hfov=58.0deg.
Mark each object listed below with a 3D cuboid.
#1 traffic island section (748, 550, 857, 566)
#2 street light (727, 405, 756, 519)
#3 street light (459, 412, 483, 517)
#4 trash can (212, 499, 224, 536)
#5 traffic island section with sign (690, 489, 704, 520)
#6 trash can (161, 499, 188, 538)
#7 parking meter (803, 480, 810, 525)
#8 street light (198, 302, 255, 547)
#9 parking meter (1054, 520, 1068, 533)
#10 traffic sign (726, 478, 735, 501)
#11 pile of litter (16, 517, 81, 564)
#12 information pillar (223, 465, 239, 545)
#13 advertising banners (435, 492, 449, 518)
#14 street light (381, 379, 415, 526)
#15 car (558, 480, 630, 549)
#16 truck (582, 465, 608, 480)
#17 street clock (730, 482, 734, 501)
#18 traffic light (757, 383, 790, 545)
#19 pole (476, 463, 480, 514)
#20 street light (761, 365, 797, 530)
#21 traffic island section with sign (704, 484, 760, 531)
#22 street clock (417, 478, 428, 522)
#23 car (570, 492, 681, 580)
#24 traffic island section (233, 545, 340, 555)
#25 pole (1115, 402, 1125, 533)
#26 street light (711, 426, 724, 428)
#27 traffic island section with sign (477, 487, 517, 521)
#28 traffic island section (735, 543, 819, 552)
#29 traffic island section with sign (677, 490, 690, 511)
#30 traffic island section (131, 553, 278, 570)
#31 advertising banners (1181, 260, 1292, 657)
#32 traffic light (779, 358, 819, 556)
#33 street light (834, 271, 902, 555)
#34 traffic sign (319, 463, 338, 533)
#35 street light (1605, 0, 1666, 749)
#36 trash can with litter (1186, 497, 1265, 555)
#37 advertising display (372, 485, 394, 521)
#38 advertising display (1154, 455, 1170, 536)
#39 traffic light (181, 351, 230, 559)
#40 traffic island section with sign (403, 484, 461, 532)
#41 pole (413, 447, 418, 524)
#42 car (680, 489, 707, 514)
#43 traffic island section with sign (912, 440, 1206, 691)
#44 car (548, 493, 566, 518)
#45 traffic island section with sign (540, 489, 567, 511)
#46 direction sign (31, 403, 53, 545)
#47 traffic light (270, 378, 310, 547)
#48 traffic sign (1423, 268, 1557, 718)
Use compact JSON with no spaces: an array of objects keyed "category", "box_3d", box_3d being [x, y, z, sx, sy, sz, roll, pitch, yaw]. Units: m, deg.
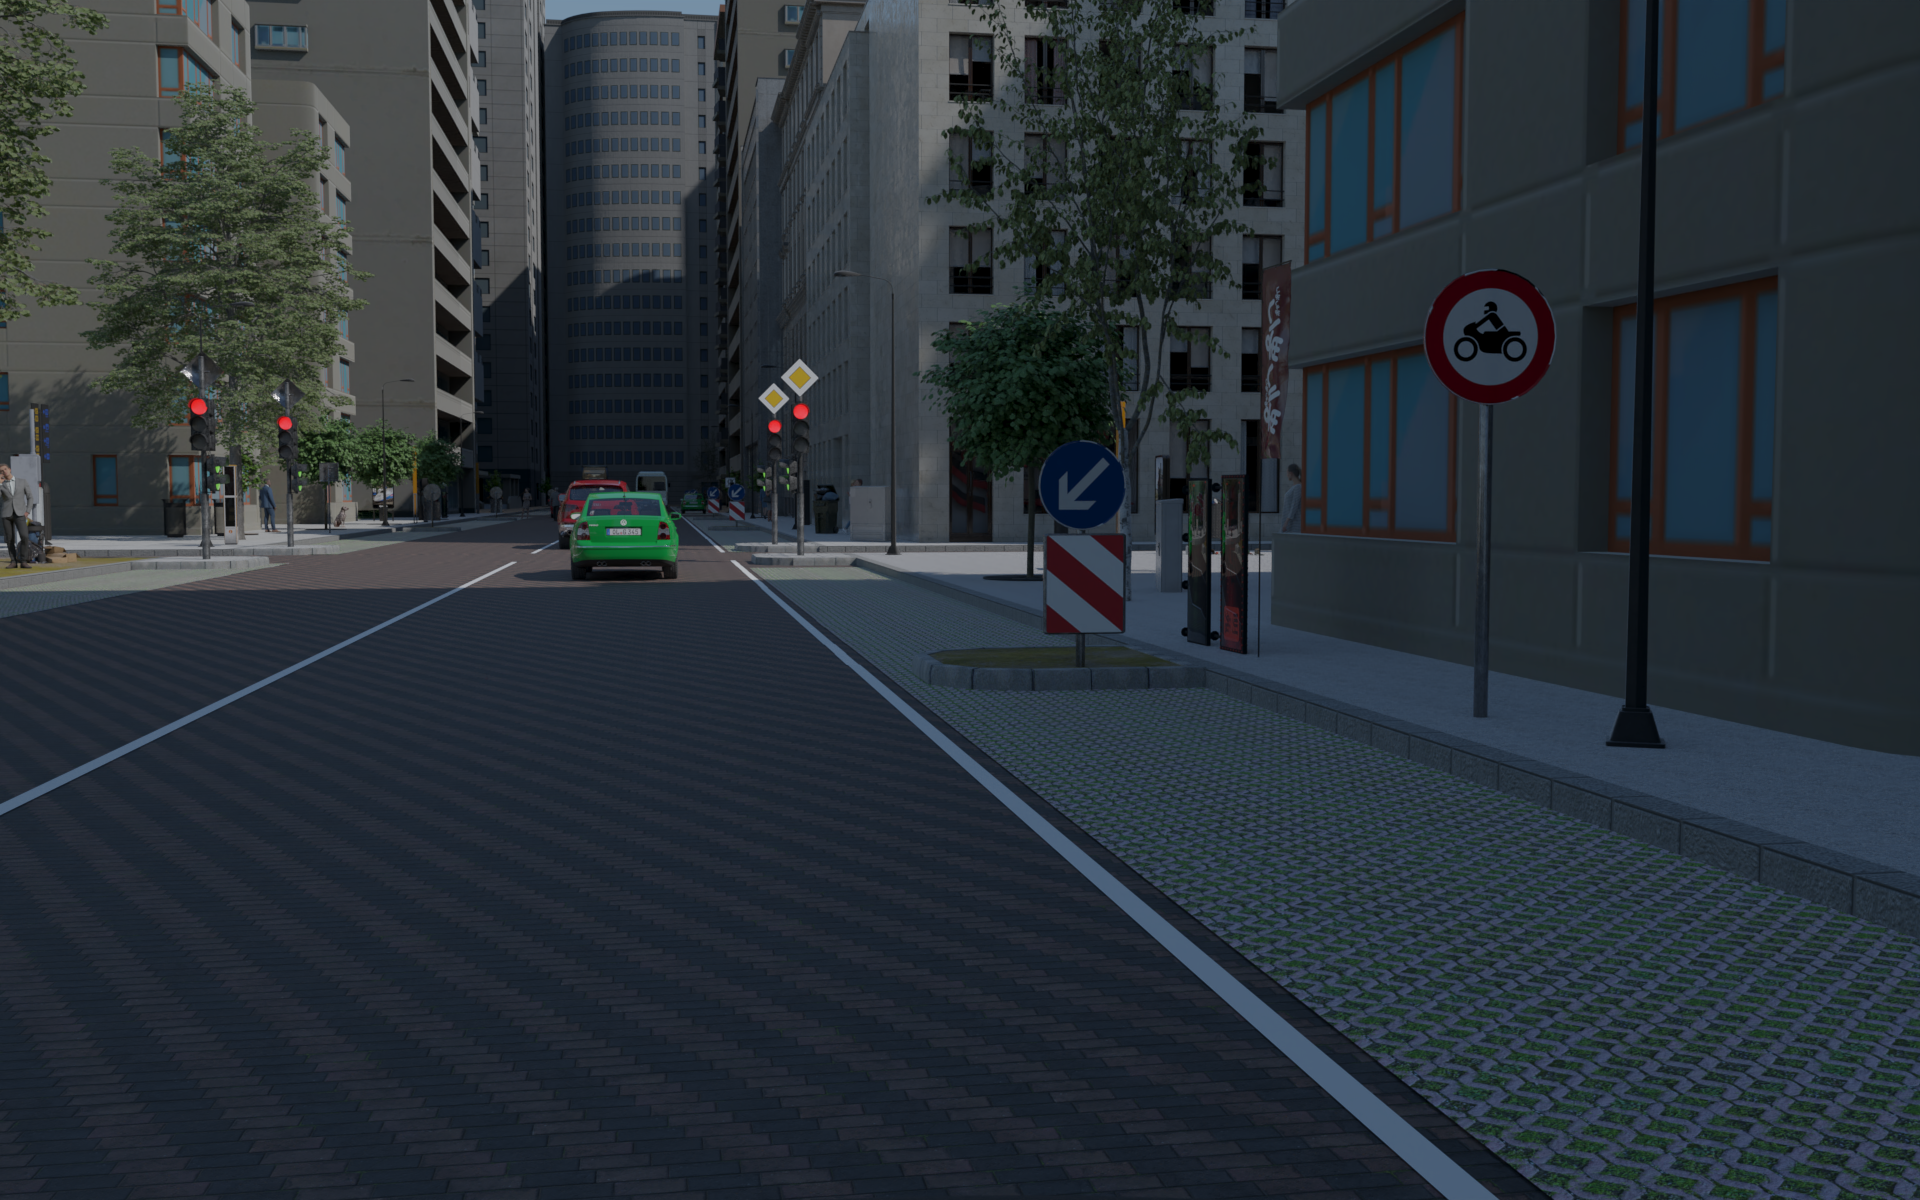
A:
[{"category":"traffic island section","box_3d":[-3.304,-0.849,36.156,2.009,0.180,2.903,-1,4,-10]},{"category":"street light","box_3d":[-11.336,-7.185,90.016,1.470,5.913,1.316,-1,4,-10]},{"category":"street light","box_3d":[-27.480,-7.638,97.427,1.470,5.913,1.316,-1,4,-10]},{"category":"trash can","box_3d":[-22.401,-2.515,52.768,0.748,1.137,0.748,0,3,0]},{"category":"traffic island section with sign","box_3d":[-13.702,-5.302,95.323,1.989,1.847,2.006,-1,4,-10]},{"category":"trash can","box_3d":[-23.182,-2.415,51.139,0.748,1.137,0.748,0,3,0]},{"category":"parking meter","box_3d":[-6.326,-4.017,71.395,0.255,1.863,0.399,-1,4,-9]},{"category":"street light","box_3d":[-17.722,-4.240,41.867,1.470,5.913,1.316,-1,4,-10]},{"category":"parking meter","box_3d":[2.639,-2.246,45.139,0.372,1.533,0.369,0,3,0]},{"category":"traffic sign","box_3d":[-14.430,-6.528,108.870,0.606,2.300,0.079,0,4,-1]},{"category":"pile of litter","box_3d":[-17.225,-1.145,32.683,1.176,0.858,1.719,-1,4,-8]},{"category":"information pillar","box_3d":[-18.458,-2.406,43.827,0.304,2.012,0.304,-1,4,-16]},{"category":"advertising banners","box_3d":[-27.650,-5.822,91.369,0.090,3.025,2.074,1,4,18]},{"category":"street light","box_3d":[-22.641,-5.947,69.774,1.470,5.913,1.316,-1,4,-10]},{"category":"car","box_3d":[-9.743,-2.337,46.888,2.281,1.827,5.304,-1,4,-10]},{"category":"truck","box_3d":[-36.067,-11.146,171.155,2.839,4.237,11.283,-1,4,-11]},{"category":"street clock","box_3d":[-13.884,-6.179,105.596,0.358,2.002,0.471,-1,4,-14]},{"category":"traffic light","box_3d":[-4.726,-3.363,43.900,0.839,4.253,0.868,-1,4,-10]},{"category":"pole","box_3d":[-31.368,-7.265,112.633,0.158,3.312,0.155,0,3,0]},{"category":"street light","box_3d":[-6.456,-5.494,62.371,1.470,5.913,1.316,-1,4,-10]},{"category":"traffic island section with sign","box_3d":[-8.942,-3.647,68.251,1.989,1.847,2.006,-1,4,-10]},{"category":"street clock","box_3d":[-26.063,-4.841,83.717,0.358,2.002,0.471,1,4,22]},{"category":"car","box_3d":[-5.884,-1.326,30.476,1.959,1.807,4.718,-1,4,-10]},{"category":"traffic island section","box_3d":[-16.251,-1.206,42.003,2.009,0.180,2.903,-1,4,-10]},{"category":"pole","box_3d":[3.551,-2.723,38.361,0.158,3.312,0.155,0,3,0]},{"category":"street light","box_3d":[-16.220,-8.876,117.661,1.470,5.913,1.316,-1,4,-10]},{"category":"traffic island section with sign","box_3d":[-24.940,-5.180,93.321,1.989,1.847,2.006,-1,4,-10]},{"category":"traffic island section","box_3d":[-4.685,-1.330,44.021,2.009,0.180,2.903,-1,4,-10]},{"category":"traffic island section with sign","box_3d":[-27.127,-9.983,171.848,1.989,1.847,2.006,-1,4,-10]},{"category":"traffic island section","box_3d":[-14.870,-0.725,34.138,2.009,0.180,2.903,-1,4,-10]},{"category":"advertising banners","box_3d":[2.219,-1.091,14.024,0.090,3.025,2.074,-1,4,-14]},{"category":"traffic light","box_3d":[-3.346,-2.882,36.035,0.839,4.253,0.868,-1,4,-10]},{"category":"street light","box_3d":[-1.936,-3.898,36.269,1.470,5.913,1.316,-1,4,-10]},{"category":"traffic sign","box_3d":[-20.588,-3.327,56.529,0.606,2.300,0.079,0,4,-1]},{"category":"street light","box_3d":[2.929,-2.207,8.621,1.470,5.913,1.316,-1,4,-10]},{"category":"trash can with litter","box_3d":[5.626,-1.559,36.551,2.233,1.210,1.678,2,4,26]},{"category":"advertising display","box_3d":[-27.139,-4.666,81.495,0.974,1.923,0.123,-1,4,-14]},{"category":"advertising display","box_3d":[3.354,-1.440,28.754,0.123,1.923,0.974,0,4,-1]},{"category":"traffic light","box_3d":[-14.829,-2.758,34.010,0.839,4.253,0.868,-1,4,-10]},{"category":"traffic island section with sign","box_3d":[-20.188,-3.527,66.294,1.989,1.847,2.006,-1,4,-10]},{"category":"pole","box_3d":[-23.681,-4.978,75.235,0.158,3.312,0.155,0,3,0]},{"category":"car","box_3d":[-19.275,-7.131,125.380,1.959,1.807,4.718,-1,4,-8]},{"category":"traffic island section with sign","box_3d":[0.669,-0.298,13.500,1.989,1.847,2.006,-1,4,-10]},{"category":"car","box_3d":[-23.892,-5.877,105.124,2.155,1.783,4.494,-1,4,-11]},{"category":"traffic island section with sign","box_3d":[-33.700,-8.233,143.236,1.989,1.847,2.006,-1,4,-10]},{"category":"direction sign","box_3d":[-23.063,-3.150,43.504,0.379,3.537,0.876,0,4,-3]},{"category":"traffic light","box_3d":[-16.210,-3.239,41.875,0.839,4.253,0.868,-1,4,-10]},{"category":"traffic sign","box_3d":[2.996,-0.599,9.893,0.768,2.556,0.104,0,4,-3]}]
